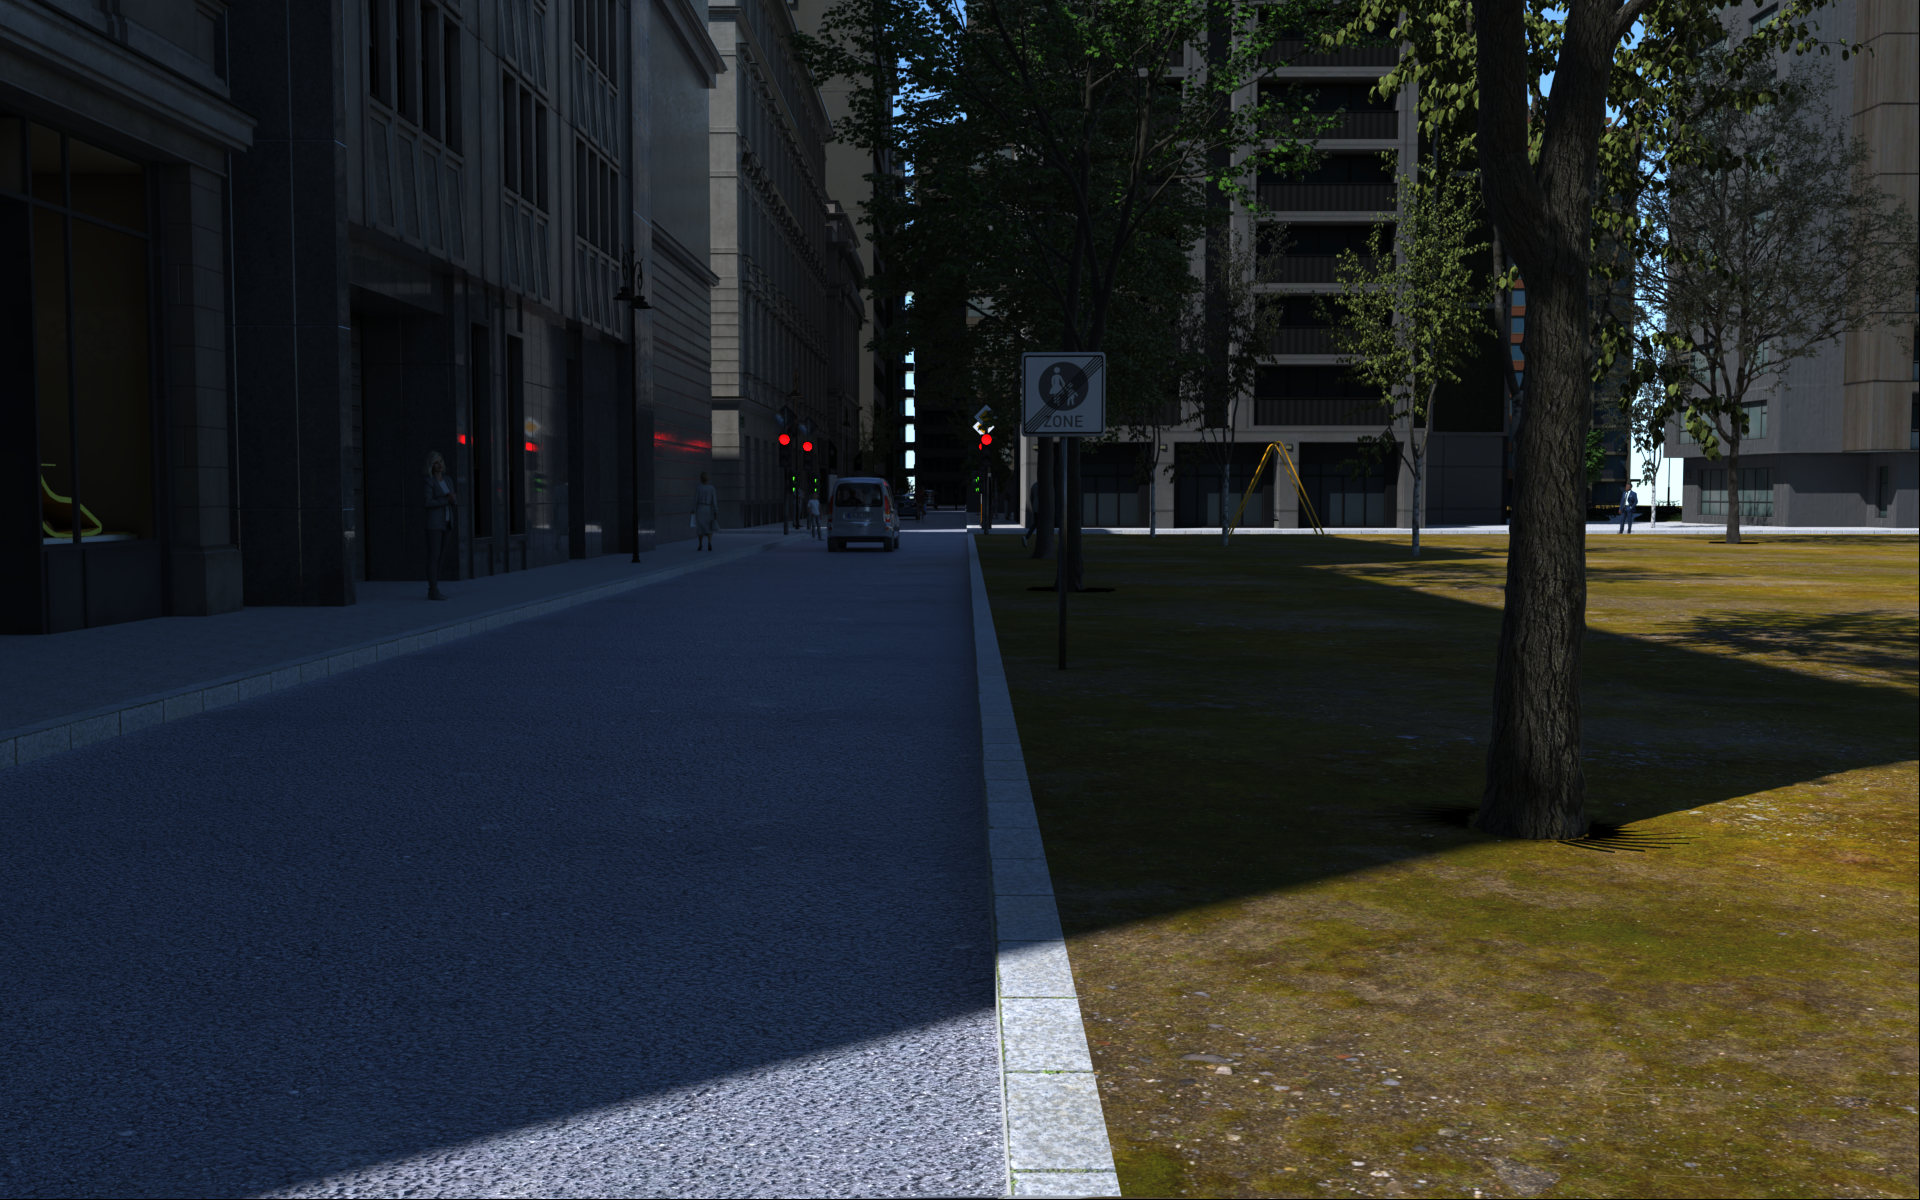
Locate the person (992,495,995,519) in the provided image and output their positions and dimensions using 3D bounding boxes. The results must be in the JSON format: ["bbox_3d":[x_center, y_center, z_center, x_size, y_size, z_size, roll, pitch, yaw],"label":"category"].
[{"bbox_3d":[1.639,-4.801,89.547,0.382,1.210,0.505,1,4,15],"label":"person"}]

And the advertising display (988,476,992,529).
[{"bbox_3d":[1.112,-3.570,63.584,0.123,1.923,0.974,0,4,3],"label":"advertising display"}]

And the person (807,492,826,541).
[{"bbox_3d":[-4.432,-2.586,53.373,0.523,1.515,0.503,2,4,24],"label":"person"}]

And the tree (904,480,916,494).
[{"bbox_3d":[-5.863,-12.098,192.404,1.663,3.219,1.824,0,3,0],"label":"tree"}]

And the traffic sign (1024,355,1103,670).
[{"bbox_3d":[0.747,-0.639,12.586,0.606,2.300,0.079,0,4,2],"label":"traffic sign"}]

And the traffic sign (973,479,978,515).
[{"bbox_3d":[1.056,-6.235,104.072,0.606,2.300,0.079,1,4,9],"label":"traffic sign"}]

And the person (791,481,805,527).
[{"bbox_3d":[-6.257,-3.720,67.045,0.466,1.800,0.511,2,4,26],"label":"person"}]

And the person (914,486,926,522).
[{"bbox_3d":[-2.013,-4.946,89.348,0.580,1.828,0.573,-3,5,-42],"label":"person"}]

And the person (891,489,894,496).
[{"bbox_3d":[-6.150,-9.135,156.223,1.217,1.723,0.721,-3,5,-41],"label":"person"}]

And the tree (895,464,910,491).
[{"bbox_3d":[-6.751,-11.840,177.301,4.285,4.588,4.351,0,3,0],"label":"tree"}]

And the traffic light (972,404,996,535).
[{"bbox_3d":[0.809,-4.000,54.328,0.839,4.253,0.868,0,4,0],"label":"traffic light"}]

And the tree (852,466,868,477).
[{"bbox_3d":[-6.080,-6.751,104.984,1.663,3.219,1.824,0,3,0],"label":"tree"}]

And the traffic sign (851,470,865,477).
[{"bbox_3d":[-5.470,-5.691,93.151,0.768,2.556,0.104,0,4,5],"label":"traffic sign"}]

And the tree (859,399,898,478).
[{"bbox_3d":[-6.735,-11.257,134.421,4.737,8.622,4.395,0,3,0],"label":"tree"}]

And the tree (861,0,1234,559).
[{"bbox_3d":[1.699,-7.124,34.599,7.486,12.596,7.792,0,3,0],"label":"tree"}]

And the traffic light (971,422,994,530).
[{"bbox_3d":[0.829,-4.489,62.313,0.839,4.253,0.868,0,4,0],"label":"traffic light"}]

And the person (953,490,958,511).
[{"bbox_3d":[-0.431,-8.662,150.637,0.721,1.766,1.217,1,4,13],"label":"person"}]

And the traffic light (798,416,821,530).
[{"bbox_3d":[-5.432,-4.489,62.313,0.839,4.253,0.868,0,4,0],"label":"traffic light"}]

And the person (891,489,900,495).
[{"bbox_3d":[-5.371,-8.466,145.262,0.742,1.727,0.445,-1,4,-10],"label":"person"}]

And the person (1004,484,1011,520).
[{"bbox_3d":[2.365,-4.820,85.396,0.362,1.759,0.519,2,4,24],"label":"person"}]

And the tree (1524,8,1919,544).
[{"bbox_3d":[19.858,-8.200,44.442,12.009,13.543,11.850,0,3,0],"label":"tree"}]

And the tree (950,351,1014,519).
[{"bbox_3d":[1.934,-8.433,88.239,4.737,8.622,4.395,0,3,0],"label":"tree"}]

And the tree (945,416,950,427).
[{"bbox_3d":[1.589,-8.946,96.636,4.737,8.622,4.395,0,3,0],"label":"tree"}]

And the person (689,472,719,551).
[{"bbox_3d":[-5.787,-1.999,39.085,0.694,1.780,0.624,0,4,-6],"label":"person"}]

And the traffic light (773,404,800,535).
[{"bbox_3d":[-5.453,-4.000,54.328,0.839,4.253,0.868,0,4,0],"label":"traffic light"}]

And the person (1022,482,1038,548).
[{"bbox_3d":[1.869,-2.170,41.365,0.795,1.843,0.661,-2,4,-35],"label":"person"}]

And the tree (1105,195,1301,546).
[{"bbox_3d":[6.454,-5.665,42.986,4.360,8.622,3.978,0,3,0],"label":"tree"}]

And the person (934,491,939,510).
[{"bbox_3d":[-2.124,-8.963,155.958,0.541,1.710,0.530,-2,4,-26],"label":"person"}]

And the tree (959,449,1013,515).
[{"bbox_3d":[1.625,-7.593,107.863,4.285,4.588,4.351,0,3,0],"label":"tree"}]

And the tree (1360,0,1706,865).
[{"bbox_3d":[2.133,-4.914,6.098,9.928,11.665,9.643,0,3,0],"label":"tree"}]

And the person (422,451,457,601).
[{"bbox_3d":[-6.308,-0.912,21.132,0.526,1.800,0.537,2,4,32],"label":"person"}]

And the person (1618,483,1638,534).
[{"bbox_3d":[22.888,-3.103,59.420,0.419,1.800,0.721,-3,5,-40],"label":"person"}]
